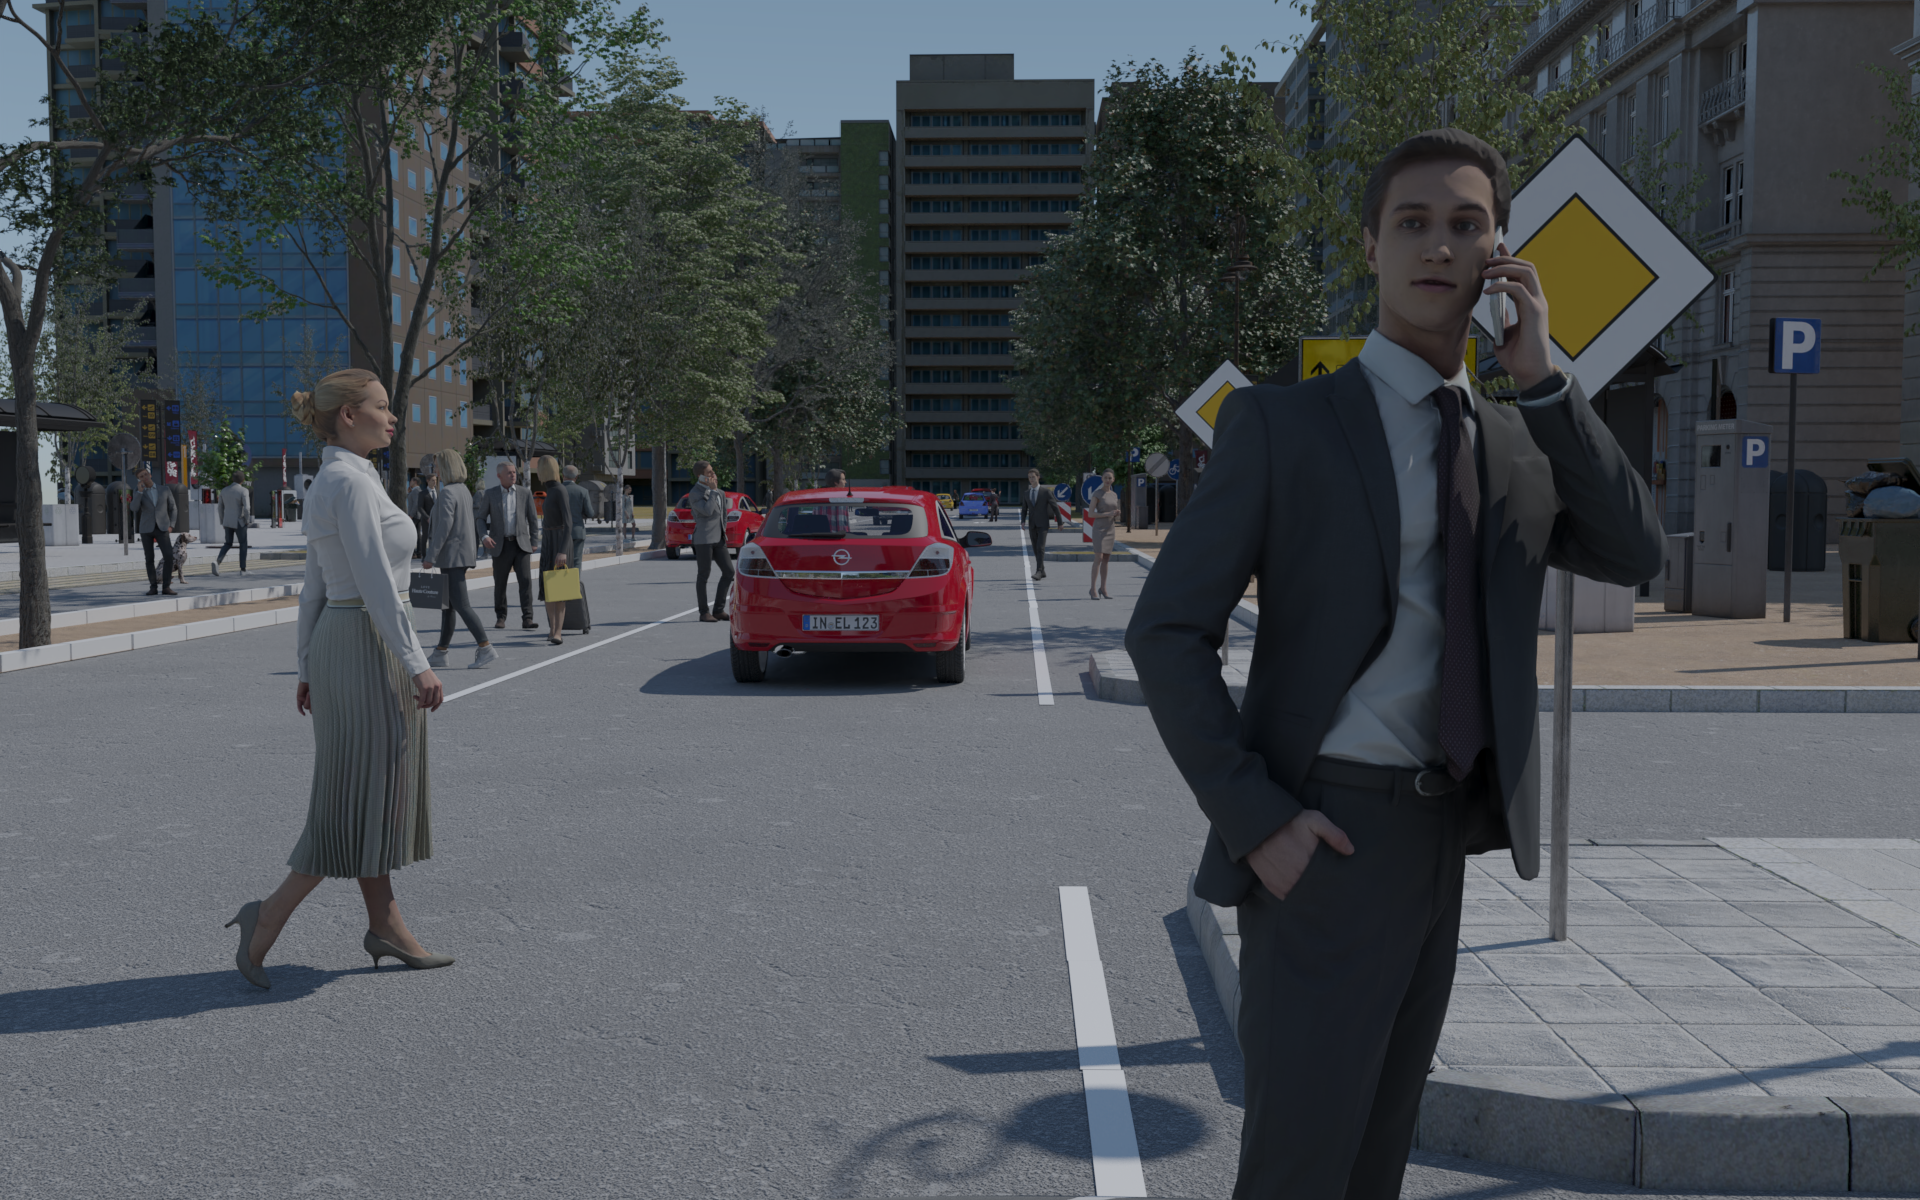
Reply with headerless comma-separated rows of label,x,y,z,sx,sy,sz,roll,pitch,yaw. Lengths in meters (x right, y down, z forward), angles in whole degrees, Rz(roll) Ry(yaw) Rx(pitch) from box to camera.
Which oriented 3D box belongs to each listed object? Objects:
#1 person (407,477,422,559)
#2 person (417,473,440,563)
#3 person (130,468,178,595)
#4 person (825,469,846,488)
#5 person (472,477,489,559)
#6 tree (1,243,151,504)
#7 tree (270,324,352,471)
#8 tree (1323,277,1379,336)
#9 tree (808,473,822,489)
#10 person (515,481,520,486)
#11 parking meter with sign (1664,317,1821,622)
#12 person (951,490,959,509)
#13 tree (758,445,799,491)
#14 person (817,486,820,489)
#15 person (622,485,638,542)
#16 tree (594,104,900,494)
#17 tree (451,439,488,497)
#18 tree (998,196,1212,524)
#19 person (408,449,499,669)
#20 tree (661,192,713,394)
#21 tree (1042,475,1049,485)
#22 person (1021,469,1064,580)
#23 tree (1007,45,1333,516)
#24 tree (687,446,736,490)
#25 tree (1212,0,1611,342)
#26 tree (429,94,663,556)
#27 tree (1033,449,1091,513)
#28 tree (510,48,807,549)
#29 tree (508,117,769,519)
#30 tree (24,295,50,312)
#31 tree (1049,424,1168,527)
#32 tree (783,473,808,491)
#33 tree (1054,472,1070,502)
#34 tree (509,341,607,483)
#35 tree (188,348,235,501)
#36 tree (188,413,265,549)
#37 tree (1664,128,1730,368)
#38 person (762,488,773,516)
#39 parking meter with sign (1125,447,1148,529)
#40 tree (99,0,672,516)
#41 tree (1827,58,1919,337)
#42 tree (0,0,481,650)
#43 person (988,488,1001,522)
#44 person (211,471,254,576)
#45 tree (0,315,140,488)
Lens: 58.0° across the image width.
person,-12.067,-1.807,38.231,0.473,1.802,0.592,1,4,9
person,-10.719,-1.652,35.288,0.755,1.850,0.659,3,4,37
person,-11.409,-0.971,24.555,0.592,1.802,0.473,-1,4,-11
person,-1.503,-0.650,19.962,0.643,1.720,0.563,-3,5,-42
person,-10.679,-1.805,38.200,0.526,1.800,0.537,-1,4,-8
tree,-25.176,-6.038,49.081,4.360,8.622,3.978,0,3,0
tree,-27.479,-7.604,74.685,4.360,8.622,3.978,0,3,0
tree,13.119,-6.580,57.952,4.360,8.622,3.978,0,3,0
tree,-13.543,-10.190,161.200,1.663,3.219,1.824,0,3,0
person,-13.730,-2.762,53.429,0.659,1.850,0.755,0,4,3
parking meter with sign,8.050,-1.332,18.032,0.543,3.016,1.738,-1,4,-16
person,-0.484,-9.459,163.295,0.705,1.807,1.348,-3,4,-37
tree,-13.758,-11.195,133.403,4.737,8.622,4.395,0,3,0
person,-6.775,-4.527,82.505,0.713,1.824,0.794,2,4,31
person,-9.930,-2.582,51.715,0.522,1.701,0.512,1,4,17
tree,-6.957,-8.667,54.527,12.009,13.543,11.850,0,3,0
tree,-16.853,-3.973,59.554,1.663,3.219,1.824,0,3,0
tree,6.577,-10.312,75.250,9.857,13.997,8.962,0,3,0
person,-4.167,-0.337,14.197,0.728,1.800,0.709,0,4,6
tree,-7.650,-5.262,38.849,4.360,8.622,3.978,0,3,0
tree,9.389,-10.948,162.718,4.285,4.588,4.351,0,3,0
person,1.282,-1.256,28.810,0.659,1.850,0.755,2,4,30
tree,5.772,-7.812,44.732,9.611,12.733,9.660,0,3,0
tree,-14.929,-7.368,104.173,4.285,4.588,4.351,0,3,0
tree,4.791,-4.156,18.319,4.737,8.622,4.395,0,3,0
tree,-7.966,-4.828,31.765,4.360,8.622,3.978,0,3,0
tree,8.266,-12.293,119.120,7.486,12.596,7.792,0,3,0
tree,-7.868,-7.594,44.751,7.486,12.596,7.792,0,3,0
tree,-16.364,-14.183,87.773,12.611,20.169,13.585,0,3,0
tree,-34.792,-6.988,64.614,4.737,8.622,4.395,0,3,0
tree,6.675,-5.182,68.447,4.285,4.588,4.351,0,3,0
tree,-13.550,-8.912,140.316,1.663,3.219,1.824,0,3,0
tree,7.746,-10.831,127.453,4.737,8.622,4.395,0,3,0
tree,-17.830,-7.800,77.892,4.737,8.622,4.395,0,3,0
tree,-37.843,-8.272,85.607,4.360,8.622,3.978,0,3,0
tree,-17.309,-2.849,41.188,1.663,3.219,1.824,0,3,0
tree,12.964,-5.128,34.200,4.737,8.622,4.395,0,3,0
person,-9.072,-4.570,82.992,0.755,1.850,0.659,-1,4,-20
parking meter with sign,6.553,-4.126,63.713,0.543,3.016,1.738,-1,4,-9
tree,-7.974,-5.880,24.356,9.928,11.665,9.643,0,3,0
tree,15.002,-4.577,25.190,4.737,8.622,4.395,0,3,0
tree,-8.224,-4.809,15.501,8.767,10.594,7.601,0,4,2
person,1.784,-4.903,89.460,0.445,1.727,0.742,2,4,30
person,-12.712,-1.342,30.285,0.661,1.843,0.795,1,4,18
tree,-37.524,-7.564,74.033,4.737,8.622,4.395,0,3,0
